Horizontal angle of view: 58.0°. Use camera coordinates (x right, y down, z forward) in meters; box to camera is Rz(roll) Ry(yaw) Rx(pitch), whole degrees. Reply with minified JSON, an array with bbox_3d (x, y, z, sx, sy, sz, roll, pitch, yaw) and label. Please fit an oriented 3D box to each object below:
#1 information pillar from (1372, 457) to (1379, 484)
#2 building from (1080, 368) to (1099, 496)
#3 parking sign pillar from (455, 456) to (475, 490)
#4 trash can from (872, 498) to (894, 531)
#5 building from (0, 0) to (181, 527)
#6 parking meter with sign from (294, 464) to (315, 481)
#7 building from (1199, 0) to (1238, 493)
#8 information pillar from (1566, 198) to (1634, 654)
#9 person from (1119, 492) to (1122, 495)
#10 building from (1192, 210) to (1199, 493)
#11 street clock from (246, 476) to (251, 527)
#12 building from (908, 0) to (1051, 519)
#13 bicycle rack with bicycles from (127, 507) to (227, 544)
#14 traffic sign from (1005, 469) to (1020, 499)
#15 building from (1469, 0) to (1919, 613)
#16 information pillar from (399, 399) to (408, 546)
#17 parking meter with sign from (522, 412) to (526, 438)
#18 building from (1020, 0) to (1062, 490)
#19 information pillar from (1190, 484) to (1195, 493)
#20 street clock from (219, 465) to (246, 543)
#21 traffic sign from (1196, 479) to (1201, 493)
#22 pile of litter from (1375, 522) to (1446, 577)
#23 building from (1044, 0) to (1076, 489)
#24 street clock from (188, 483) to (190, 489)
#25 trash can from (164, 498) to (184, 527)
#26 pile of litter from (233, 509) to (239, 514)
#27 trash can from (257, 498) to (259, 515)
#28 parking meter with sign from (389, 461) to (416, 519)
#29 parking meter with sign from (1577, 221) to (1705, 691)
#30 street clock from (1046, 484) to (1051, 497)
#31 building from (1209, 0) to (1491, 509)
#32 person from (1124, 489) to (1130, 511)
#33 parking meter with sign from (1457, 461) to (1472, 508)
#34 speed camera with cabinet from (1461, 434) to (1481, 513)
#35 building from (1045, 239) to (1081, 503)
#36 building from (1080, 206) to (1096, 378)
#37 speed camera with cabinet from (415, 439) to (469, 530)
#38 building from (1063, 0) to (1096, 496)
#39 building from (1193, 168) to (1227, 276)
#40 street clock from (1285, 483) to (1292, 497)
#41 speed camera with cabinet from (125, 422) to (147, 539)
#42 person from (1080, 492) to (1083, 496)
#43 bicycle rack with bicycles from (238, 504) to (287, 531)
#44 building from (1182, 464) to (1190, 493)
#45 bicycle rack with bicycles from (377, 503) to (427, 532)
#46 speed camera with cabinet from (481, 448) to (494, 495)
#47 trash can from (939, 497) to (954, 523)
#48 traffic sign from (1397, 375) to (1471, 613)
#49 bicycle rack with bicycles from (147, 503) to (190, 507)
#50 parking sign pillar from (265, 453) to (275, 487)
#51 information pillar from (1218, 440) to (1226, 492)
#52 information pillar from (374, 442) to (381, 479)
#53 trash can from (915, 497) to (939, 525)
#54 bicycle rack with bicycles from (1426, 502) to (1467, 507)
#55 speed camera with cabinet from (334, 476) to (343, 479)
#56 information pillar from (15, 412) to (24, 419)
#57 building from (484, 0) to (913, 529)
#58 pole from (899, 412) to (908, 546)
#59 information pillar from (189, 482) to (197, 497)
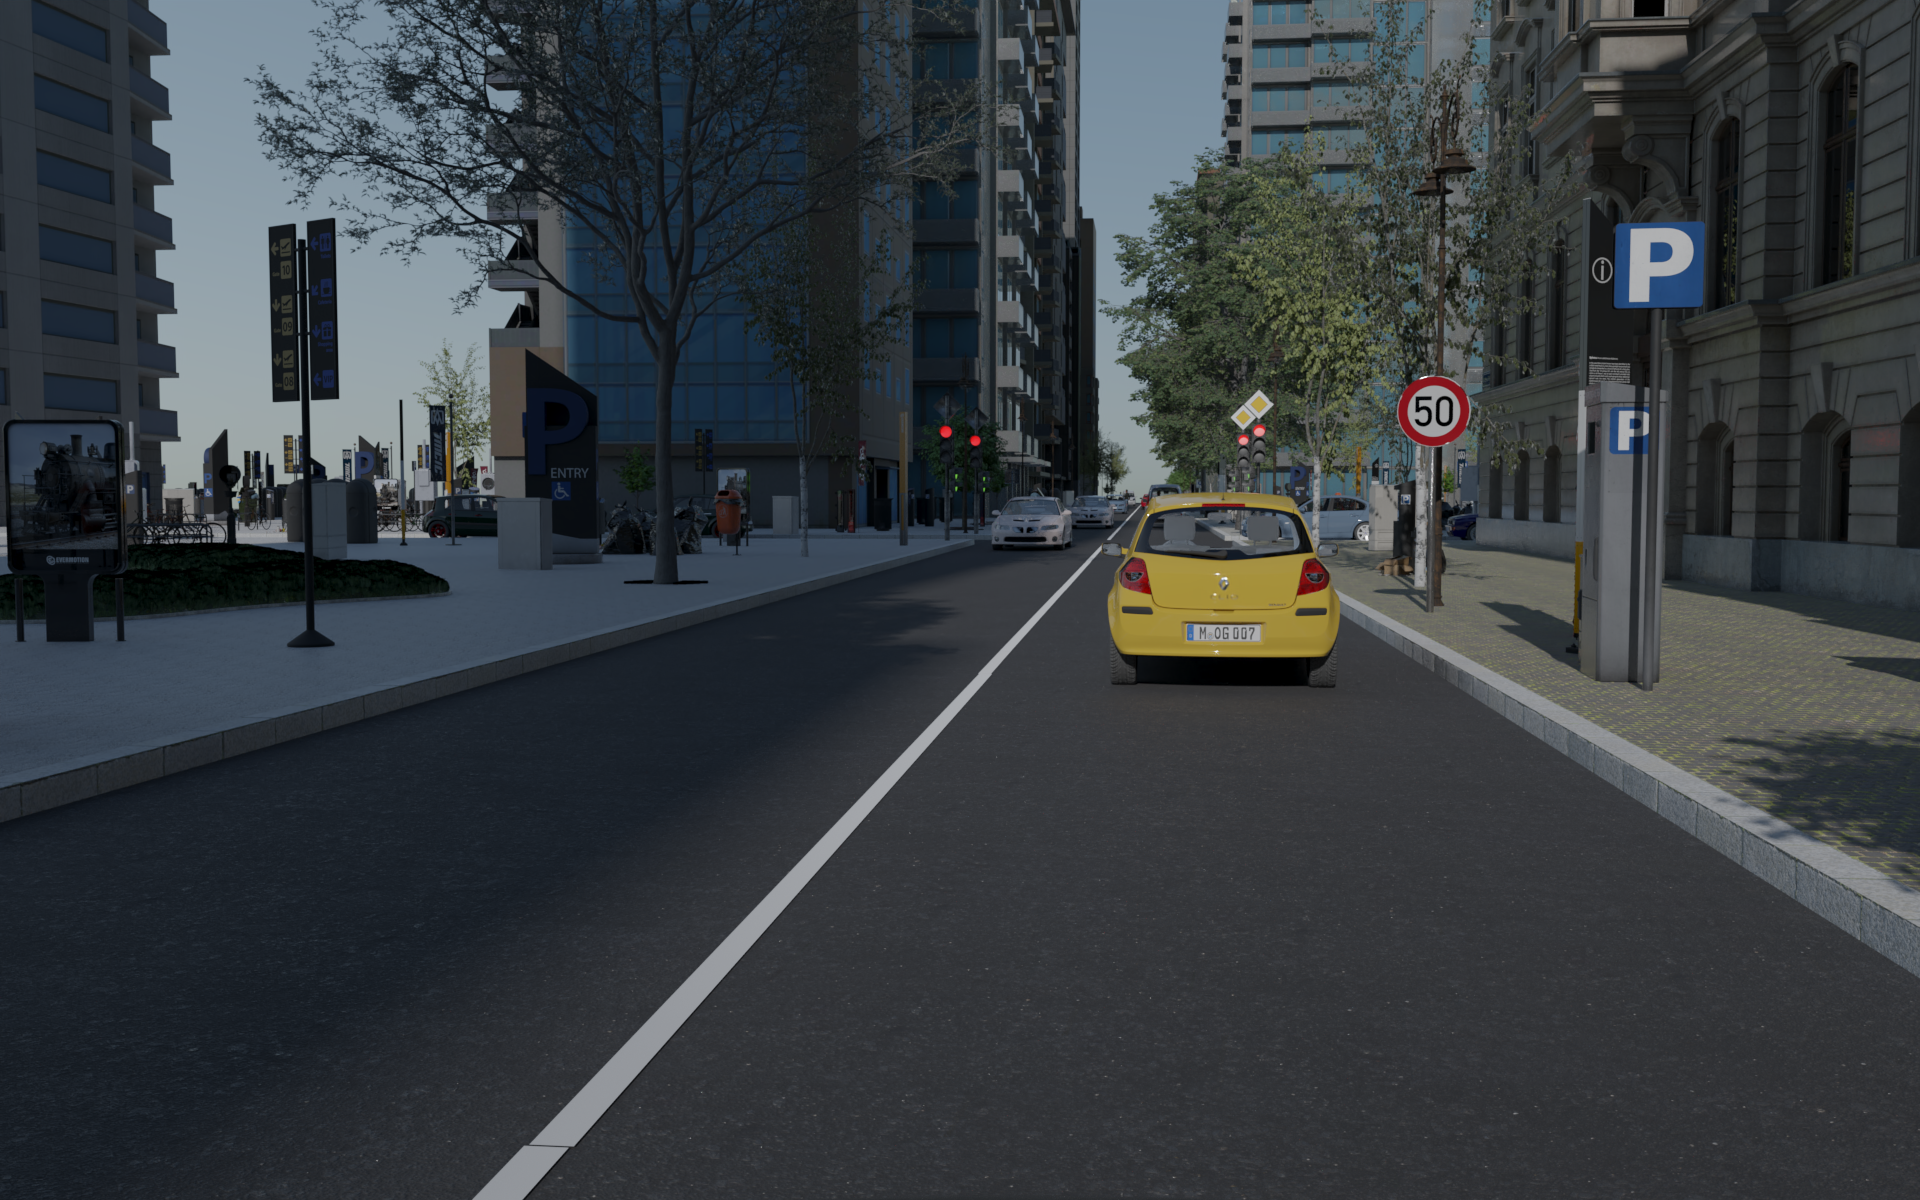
[{"bbox_3d":[26.145,-7.193,108.961,0.504,3.616,0.183,3,5,43],"label":"information pillar"},{"bbox_3d":[6.052,-24.962,253.172,27.650,21.520,28.899,0,4,6],"label":"building"},{"bbox_3d":[-34.605,-8.117,121.184,1.447,3.967,1.447,-1,4,-8],"label":"parking sign pillar"},{"bbox_3d":[-2.667,-2.956,59.989,0.748,1.137,0.748,0,3,0],"label":"trash can"},{"bbox_3d":[-50.763,-32.507,73.490,28.212,58.520,21.231,0,4,6],"label":"building"},{"bbox_3d":[-38.314,-6.407,101.015,1.738,3.016,0.543,3,4,36],"label":"parking meter with sign"},{"bbox_3d":[37.465,-53.314,184.359,22.319,86.520,31.000,0,4,6],"label":"building"},{"bbox_3d":[5.168,-1.380,13.913,0.504,3.616,0.183,-1,4,-22],"label":"information pillar"},{"bbox_3d":[22.561,-14.256,242.298,0.721,1.736,1.217,3,4,39],"label":"person"},{"bbox_3d":[40.413,-34.626,249.735,14.154,41.232,14.086,0,4,6],"label":"building"},{"bbox_3d":[-28.042,-3.885,68.087,0.358,2.002,0.471,-2,4,-31],"label":"street clock"},{"bbox_3d":[-6.999,-29.473,101.484,23.786,49.044,30.456,0,4,6],"label":"building"},{"bbox_3d":[-18.090,-1.573,39.096,2.925,0.926,2.852,-2,4,-25],"label":"bicycle rack with bicycles"},{"bbox_3d":[2.113,-4.164,70.219,0.606,2.300,0.079,1,4,10],"label":"traffic sign"},{"bbox_3d":[16.415,-12.656,26.005,14.460,24.649,34.723,0,4,6],"label":"building"},{"bbox_3d":[-13.887,-3.166,43.120,0.183,3.616,0.504,-1,4,-19],"label":"information pillar"},{"bbox_3d":[-8.847,-2.437,36.098,0.543,3.016,1.738,-1,4,-13],"label":"parking meter with sign"},{"bbox_3d":[-2.917,-30.083,146.479,22.147,44.769,28.867,0,4,6],"label":"building"},{"bbox_3d":[16.297,-7.144,121.289,0.304,2.012,0.304,1,4,11],"label":"information pillar"},{"bbox_3d":[-18.030,-2.340,42.823,0.471,2.002,0.358,0,4,-8],"label":"street clock"},{"bbox_3d":[16.456,-7.121,118.552,0.606,2.300,0.079,0,4,7],"label":"traffic sign"},{"bbox_3d":[7.165,-0.839,27.680,1.719,0.858,1.176,-3,5,-45],"label":"pile of litter"},{"bbox_3d":[-3.274,-35.800,174.573,28.713,52.752,27.495,0,4,6],"label":"building"},{"bbox_3d":[-51.441,-6.801,115.759,0.358,2.002,0.471,-2,4,-26],"label":"street clock"},{"bbox_3d":[-29.793,-3.304,65.678,0.748,1.137,0.748,0,3,0],"label":"trash can"},{"bbox_3d":[-47.244,-6.079,113.358,1.176,0.858,1.719,0,4,1],"label":"pile of litter"},{"bbox_3d":[-42.080,-5.638,103.829,0.748,1.137,0.748,0,3,0],"label":"trash can"},{"bbox_3d":[-29.443,-5.785,90.849,1.738,3.016,0.543,0,4,-2],"label":"parking meter with sign"},{"bbox_3d":[4.635,-0.965,12.033,0.543,3.016,1.738,1,4,10],"label":"parking meter with sign"},{"bbox_3d":[6.321,-7.268,123.409,0.358,2.002,0.471,1,4,16],"label":"street clock"},{"bbox_3d":[34.759,-32.742,154.944,23.786,49.044,30.456,0,4,6],"label":"building"},{"bbox_3d":[13.838,-8.285,143.982,0.705,1.821,1.348,2,4,35],"label":"person"},{"bbox_3d":[26.975,-5.885,92.486,0.543,3.016,1.738,2,4,27],"label":"parking meter with sign"},{"bbox_3d":[17.005,-3.807,56.587,0.660,3.252,2.038,3,4,37],"label":"speed camera with cabinet"},{"bbox_3d":[6.259,-25.909,195.309,14.160,30.474,14.107,0,4,6],"label":"building"},{"bbox_3d":[14.278,-38.108,273.181,14.600,45.320,14.200,0,4,6],"label":"building"},{"bbox_3d":[-18.662,-4.188,62.818,2.038,3.252,0.660,0,3,0],"label":"speed camera with cabinet"},{"bbox_3d":[7.433,-48.199,226.299,20.563,71.187,20.611,0,4,6],"label":"building"},{"bbox_3d":[41.885,-35.056,227.789,22.147,44.769,28.867,0,4,6],"label":"building"},{"bbox_3d":[21.507,-6.668,113.587,0.358,2.002,0.471,3,5,45],"label":"street clock"},{"bbox_3d":[-23.064,-3.288,48.093,0.660,3.252,2.038,-1,4,-18],"label":"speed camera with cabinet"},{"bbox_3d":[14.456,-12.211,208.878,1.217,1.736,0.721,0,4,7],"label":"person"},{"bbox_3d":[-24.360,-2.967,61.894,2.852,0.926,2.925,0,4,-1],"label":"bicycle rack with bicycles"},{"bbox_3d":[42.726,-31.091,280.030,14.160,30.474,14.107,0,4,6],"label":"building"},{"bbox_3d":[-19.324,-2.796,59.091,2.925,0.926,2.852,0,4,5],"label":"bicycle rack with bicycles"},{"bbox_3d":[-20.986,-4.920,74.782,2.038,3.252,0.660,0,4,-1],"label":"speed camera with cabinet"},{"bbox_3d":[-0.634,-4.072,78.228,0.748,1.137,0.748,0,3,0],"label":"trash can"},{"bbox_3d":[5.092,-1.136,18.687,0.768,2.556,0.104,1,4,9],"label":"traffic sign"},{"bbox_3d":[-27.280,-2.794,59.059,2.852,0.926,2.925,2,4,26],"label":"bicycle rack with bicycles"},{"bbox_3d":[-45.273,-7.652,113.575,1.447,3.967,1.447,-2,4,-26],"label":"parking sign pillar"},{"bbox_3d":[11.252,-5.084,74.486,0.183,3.616,0.504,3,5,40],"label":"information pillar"},{"bbox_3d":[-25.916,-5.242,77.067,0.183,3.616,0.504,0,4,5],"label":"information pillar"},{"bbox_3d":[-1.526,-3.749,72.951,0.748,1.137,0.748,0,3,0],"label":"trash can"},{"bbox_3d":[21.575,-3.837,76.117,2.852,0.926,2.925,2,4,28],"label":"bicycle rack with bicycles"},{"bbox_3d":[-30.627,-5.671,87.063,0.660,3.252,2.038,1,4,13],"label":"speed camera with cabinet"},{"bbox_3d":[-26.685,-3.551,49.407,0.504,3.616,0.183,1,4,16],"label":"information pillar"},{"bbox_3d":[-9.743,-25.669,69.796,14.600,45.320,14.200,0,4,6],"label":"building"},{"bbox_3d":[-1.401,-3.009,43.044,0.158,3.312,0.155,0,3,0],"label":"pole"},{"bbox_3d":[-46.594,-6.165,105.290,0.304,2.012,0.304,1,4,17],"label":"information pillar"}]
